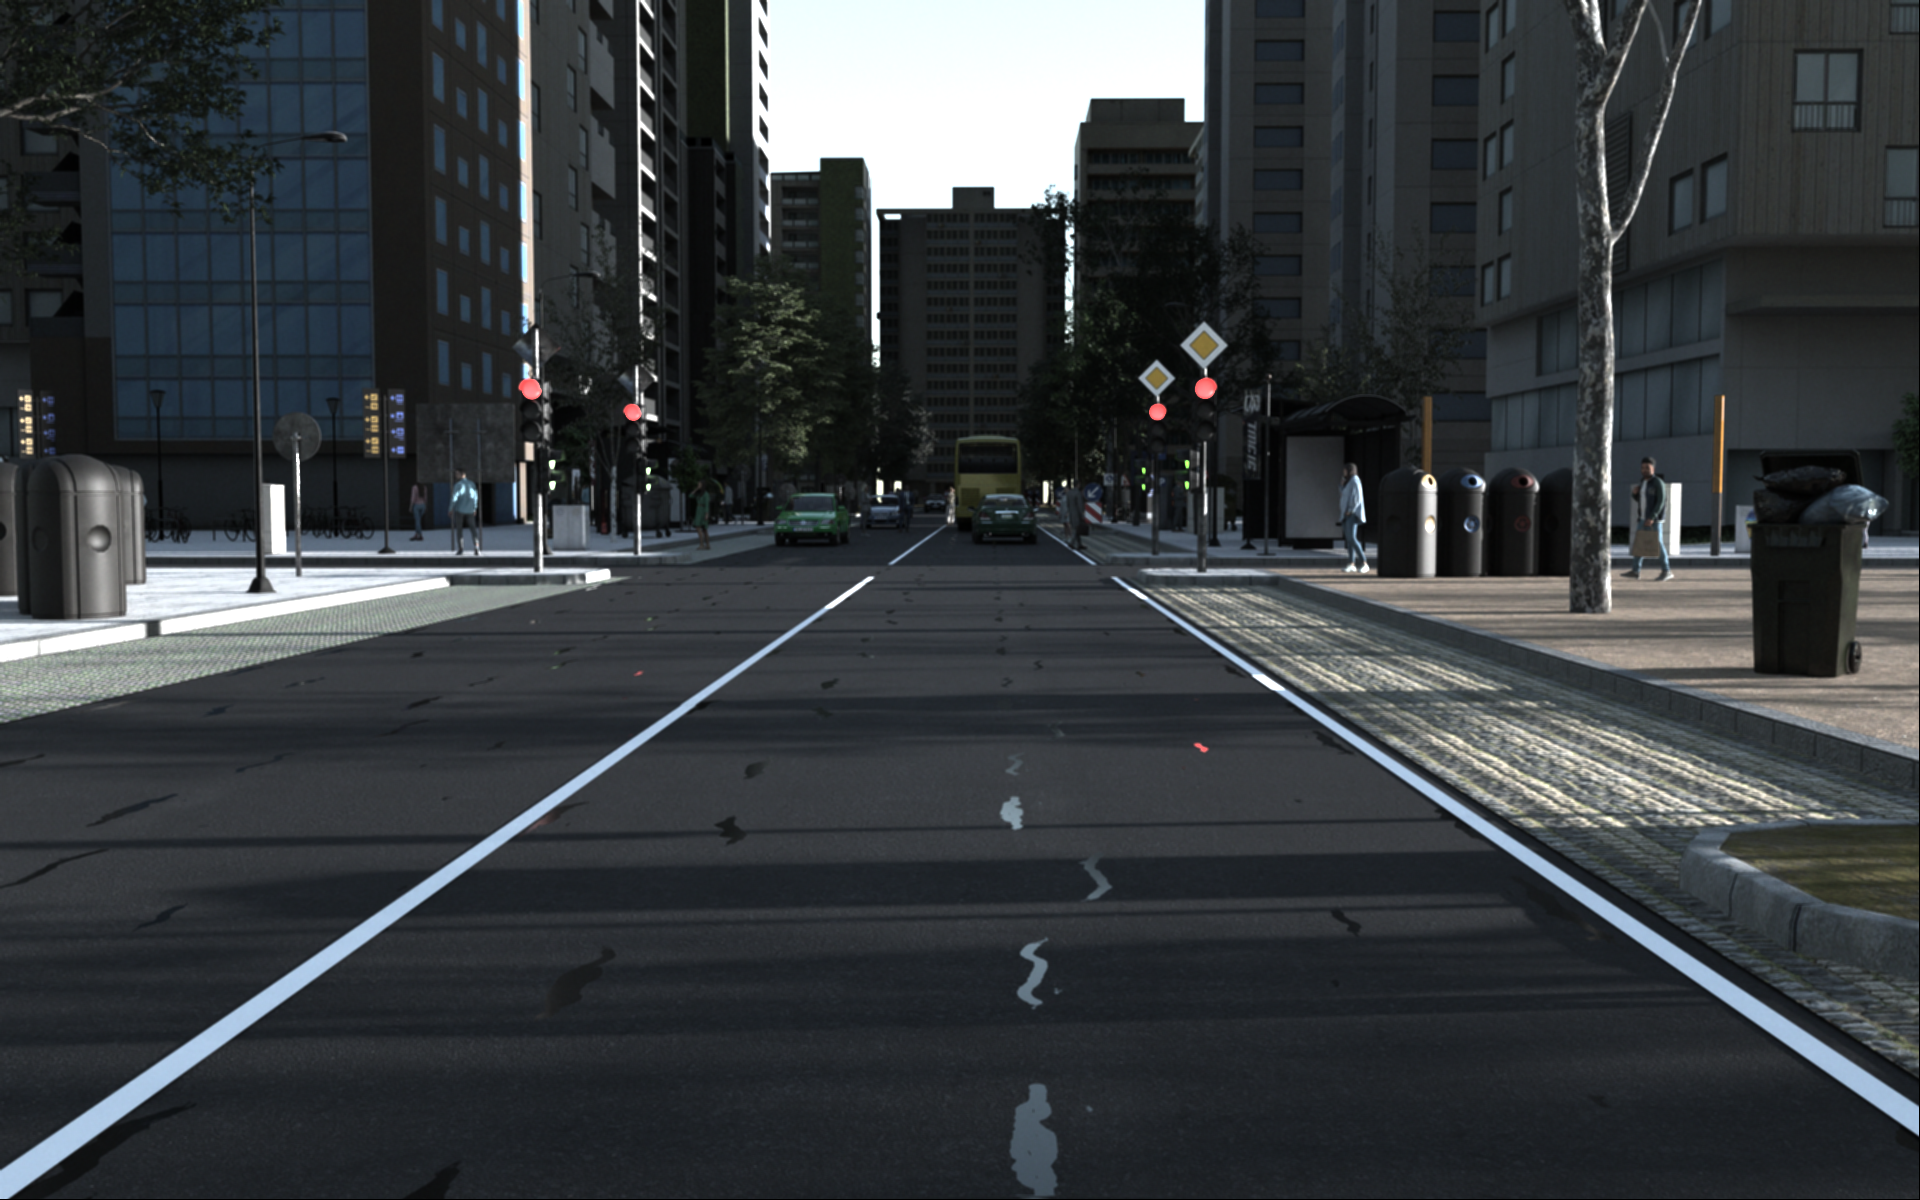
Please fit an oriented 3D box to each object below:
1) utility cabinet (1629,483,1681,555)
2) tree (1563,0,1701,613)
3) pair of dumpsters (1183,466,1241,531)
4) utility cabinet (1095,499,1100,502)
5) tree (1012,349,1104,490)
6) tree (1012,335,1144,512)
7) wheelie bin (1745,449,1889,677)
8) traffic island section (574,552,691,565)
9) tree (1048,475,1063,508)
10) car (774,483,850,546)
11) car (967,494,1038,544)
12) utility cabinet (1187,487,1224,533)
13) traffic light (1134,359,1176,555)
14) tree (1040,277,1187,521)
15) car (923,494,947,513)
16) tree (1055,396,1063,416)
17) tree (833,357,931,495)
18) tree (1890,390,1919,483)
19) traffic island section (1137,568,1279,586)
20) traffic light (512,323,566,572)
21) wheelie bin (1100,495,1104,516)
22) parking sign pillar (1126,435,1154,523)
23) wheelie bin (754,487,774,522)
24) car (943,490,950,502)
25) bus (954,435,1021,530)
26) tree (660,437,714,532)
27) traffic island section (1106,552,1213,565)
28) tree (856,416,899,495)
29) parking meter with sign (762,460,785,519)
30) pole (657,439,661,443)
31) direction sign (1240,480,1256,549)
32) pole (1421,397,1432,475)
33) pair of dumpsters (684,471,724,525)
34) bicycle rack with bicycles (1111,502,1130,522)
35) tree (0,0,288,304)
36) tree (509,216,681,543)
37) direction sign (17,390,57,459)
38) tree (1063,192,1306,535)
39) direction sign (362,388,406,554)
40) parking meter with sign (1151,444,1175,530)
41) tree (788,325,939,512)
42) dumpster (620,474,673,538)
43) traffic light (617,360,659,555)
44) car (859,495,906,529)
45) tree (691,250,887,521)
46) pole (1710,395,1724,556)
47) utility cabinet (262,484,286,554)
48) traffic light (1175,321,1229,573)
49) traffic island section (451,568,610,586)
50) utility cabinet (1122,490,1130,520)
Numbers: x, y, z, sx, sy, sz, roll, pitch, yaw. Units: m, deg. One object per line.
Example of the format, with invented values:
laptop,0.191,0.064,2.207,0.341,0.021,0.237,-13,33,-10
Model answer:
utility cabinet,14.419,-1.668,35.945,1.173,1.500,0.318,-2,4,-28
tree,6.457,-9.839,16.750,12.611,20.169,13.585,0,3,0
pair of dumpsters,8.950,-3.621,61.694,1.574,2.255,4.437,0,4,1
utility cabinet,7.459,-5.239,94.331,0.318,1.500,1.173,0,4,6
tree,9.124,-14.621,145.703,9.857,13.997,8.962,0,3,0
tree,8.646,-12.699,124.642,9.611,12.733,9.660,0,3,0
wheelie bin,6.059,-0.271,12.345,0.980,1.594,0.693,3,5,41
traffic island section,-6.822,-0.871,36.523,2.009,0.180,2.903,0,4,1
tree,9.301,-10.296,162.935,1.663,3.219,1.824,0,3,0
car,-4.170,-2.472,49.218,1.959,1.807,4.718,0,4,2
car,1.291,-2.414,51.273,2.131,1.459,4.920,0,4,-1
utility cabinet,8.007,-2.924,56.488,1.173,1.500,0.318,0,4,-1
traffic light,4.078,-2.892,36.213,0.839,4.253,0.868,0,4,1
tree,7.635,-9.558,82.031,9.928,11.665,9.643,0,3,0
car,-1.868,-7.637,134.651,2.009,1.686,4.222,0,4,0
tree,7.441,-8.265,69.553,7.601,10.594,8.767,-1,4,-9
tree,-7.766,-15.434,159.006,9.857,13.997,8.962,0,3,0
tree,26.221,-3.792,45.714,4.285,4.588,4.351,0,3,0
traffic island section,3.977,-0.371,28.342,2.009,0.180,2.903,0,4,1
traffic light,-6.922,-2.415,28.403,0.839,4.253,0.868,0,4,1
wheelie bin,7.940,-5.665,100.539,0.693,1.594,0.980,-1,4,-15
parking sign pillar,8.069,-5.387,76.557,1.447,3.967,1.447,-2,4,-29
wheelie bin,-9.041,-4.401,79.867,0.980,1.594,0.693,0,4,6
car,-0.829,-10.223,175.822,2.281,1.827,5.304,0,4,1
bus,1.119,-4.874,71.241,2.896,3.916,12.252,0,4,1
tree,-9.057,-3.895,58.287,1.663,3.219,1.824,0,3,0
traffic island section,4.118,-0.859,36.326,2.009,0.180,2.903,0,4,1
tree,-7.604,-12.196,149.762,4.360,8.622,3.978,0,3,0
parking meter with sign,-9.436,-5.715,89.693,0.543,3.016,1.738,3,4,37
pole,-11.081,-4.285,63.902,0.158,3.312,0.155,0,3,0
direction sign,6.706,-2.947,40.178,0.379,3.537,0.876,0,4,3
pole,9.770,-2.598,36.319,0.158,3.312,0.155,0,3,0
pair of dumpsters,-10.903,-4.266,72.245,1.574,2.255,4.437,0,4,1
bicycle rack with bicycles,8.061,-4.054,79.658,2.852,0.926,2.925,1,4,13
tree,-9.110,-4.916,14.791,8.767,10.594,7.601,1,4,16
tree,-9.372,-5.834,45.747,4.360,8.622,3.978,0,3,0
direction sign,-20.191,-2.811,37.954,0.379,3.537,0.876,2,4,27
tree,7.169,-7.330,54.259,7.601,10.594,8.767,0,4,3
direction sign,-12.380,-2.771,37.305,0.876,3.537,0.379,-2,4,-33
parking meter with sign,7.282,-3.995,61.582,0.543,3.016,1.738,1,4,21
tree,-7.500,-13.036,123.505,12.009,13.543,11.850,0,3,0
dumpster,-9.228,-2.762,50.923,1.264,1.857,1.865,0,4,1
traffic light,-6.782,-2.903,36.387,0.839,4.253,0.868,0,4,1
car,-3.224,-3.742,73.177,2.014,1.417,4.499,0,4,1
tree,-8.506,-9.963,81.022,7.486,12.596,7.792,0,3,0
pole,15.684,-2.570,35.864,0.158,3.312,0.155,0,3,0
utility cabinet,-14.799,-1.748,37.253,0.318,1.500,1.173,-1,4,-9
traffic light,3.938,-2.404,28.229,0.839,4.253,0.868,0,4,1
traffic island section,-6.962,-0.383,28.539,2.009,0.180,2.903,0,4,1
utility cabinet,7.897,-4.612,84.084,0.318,1.500,1.173,-1,4,-17
